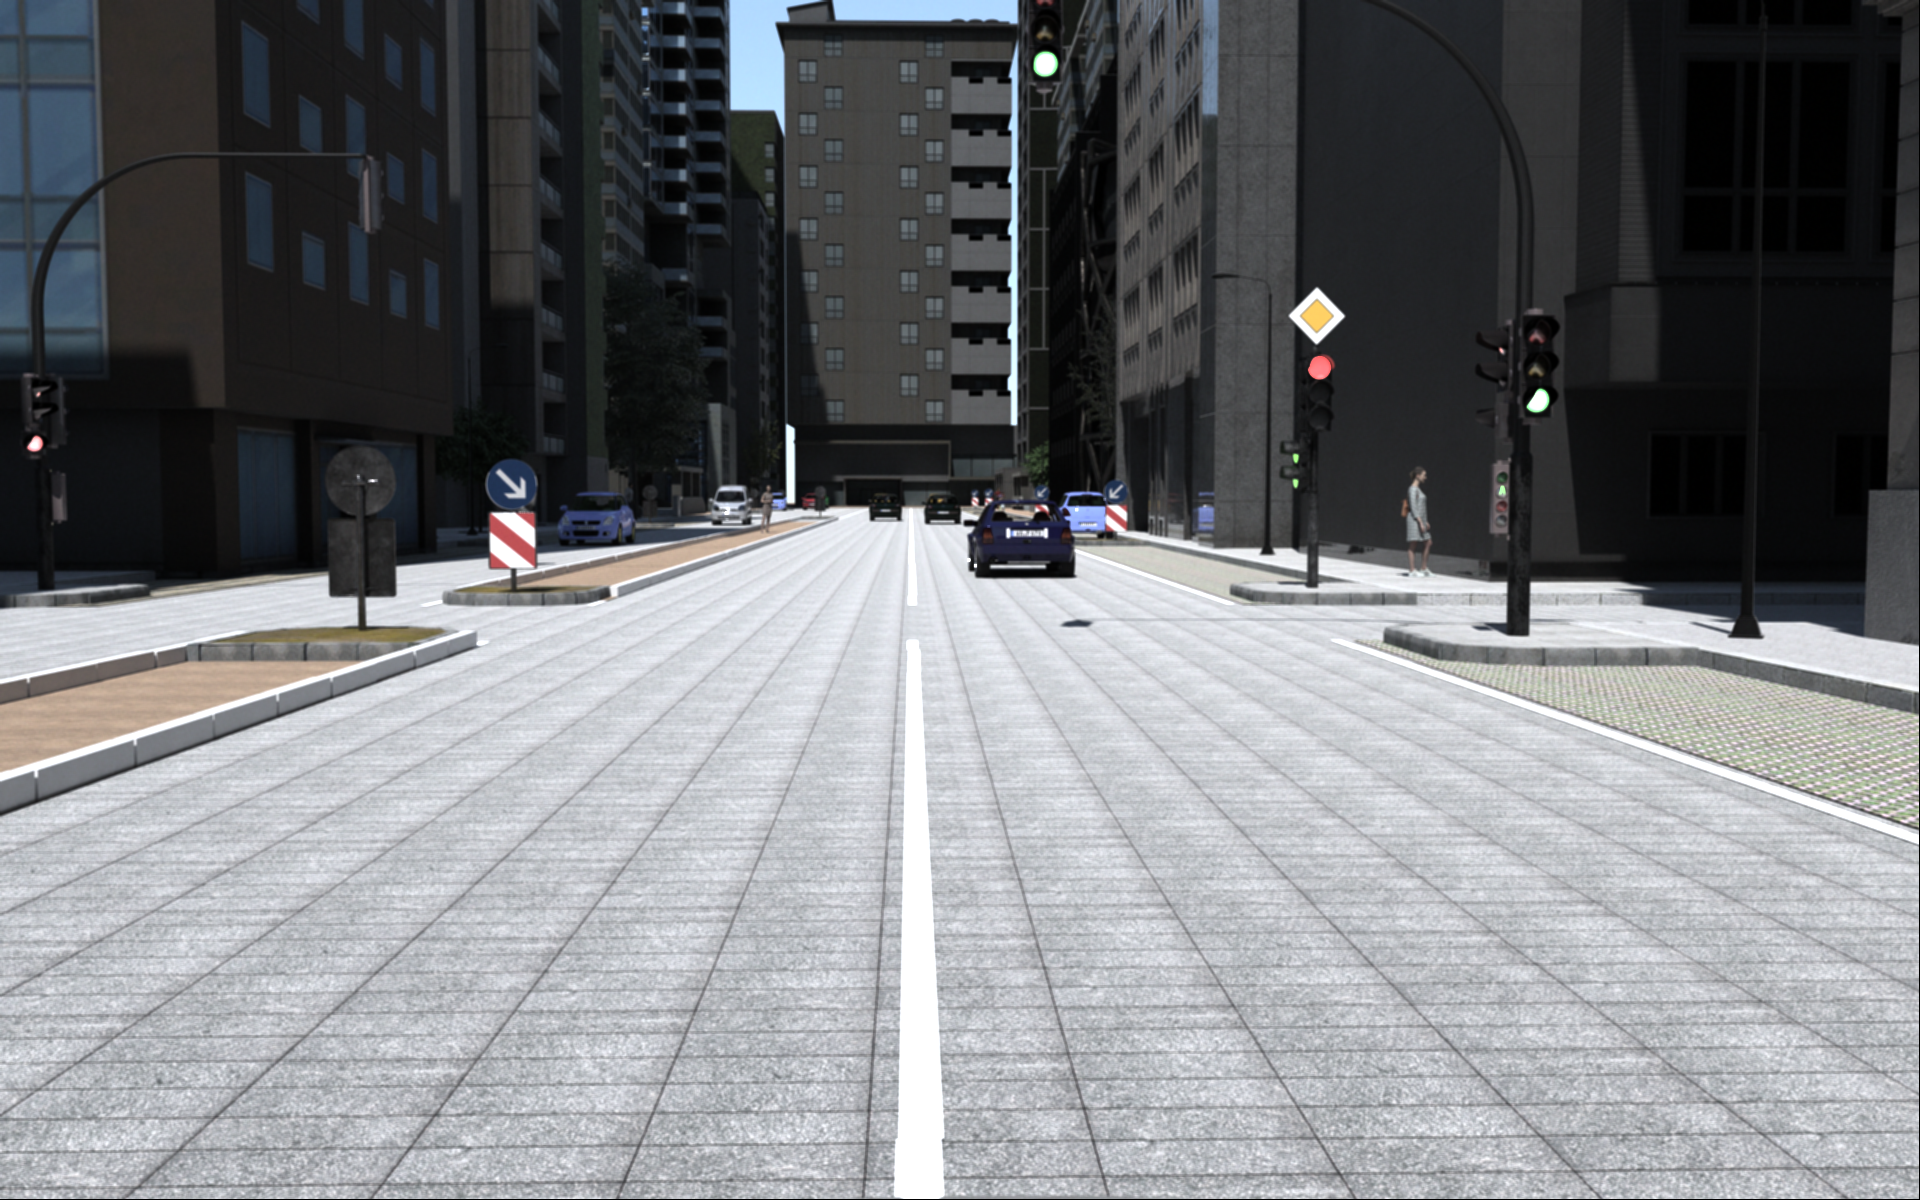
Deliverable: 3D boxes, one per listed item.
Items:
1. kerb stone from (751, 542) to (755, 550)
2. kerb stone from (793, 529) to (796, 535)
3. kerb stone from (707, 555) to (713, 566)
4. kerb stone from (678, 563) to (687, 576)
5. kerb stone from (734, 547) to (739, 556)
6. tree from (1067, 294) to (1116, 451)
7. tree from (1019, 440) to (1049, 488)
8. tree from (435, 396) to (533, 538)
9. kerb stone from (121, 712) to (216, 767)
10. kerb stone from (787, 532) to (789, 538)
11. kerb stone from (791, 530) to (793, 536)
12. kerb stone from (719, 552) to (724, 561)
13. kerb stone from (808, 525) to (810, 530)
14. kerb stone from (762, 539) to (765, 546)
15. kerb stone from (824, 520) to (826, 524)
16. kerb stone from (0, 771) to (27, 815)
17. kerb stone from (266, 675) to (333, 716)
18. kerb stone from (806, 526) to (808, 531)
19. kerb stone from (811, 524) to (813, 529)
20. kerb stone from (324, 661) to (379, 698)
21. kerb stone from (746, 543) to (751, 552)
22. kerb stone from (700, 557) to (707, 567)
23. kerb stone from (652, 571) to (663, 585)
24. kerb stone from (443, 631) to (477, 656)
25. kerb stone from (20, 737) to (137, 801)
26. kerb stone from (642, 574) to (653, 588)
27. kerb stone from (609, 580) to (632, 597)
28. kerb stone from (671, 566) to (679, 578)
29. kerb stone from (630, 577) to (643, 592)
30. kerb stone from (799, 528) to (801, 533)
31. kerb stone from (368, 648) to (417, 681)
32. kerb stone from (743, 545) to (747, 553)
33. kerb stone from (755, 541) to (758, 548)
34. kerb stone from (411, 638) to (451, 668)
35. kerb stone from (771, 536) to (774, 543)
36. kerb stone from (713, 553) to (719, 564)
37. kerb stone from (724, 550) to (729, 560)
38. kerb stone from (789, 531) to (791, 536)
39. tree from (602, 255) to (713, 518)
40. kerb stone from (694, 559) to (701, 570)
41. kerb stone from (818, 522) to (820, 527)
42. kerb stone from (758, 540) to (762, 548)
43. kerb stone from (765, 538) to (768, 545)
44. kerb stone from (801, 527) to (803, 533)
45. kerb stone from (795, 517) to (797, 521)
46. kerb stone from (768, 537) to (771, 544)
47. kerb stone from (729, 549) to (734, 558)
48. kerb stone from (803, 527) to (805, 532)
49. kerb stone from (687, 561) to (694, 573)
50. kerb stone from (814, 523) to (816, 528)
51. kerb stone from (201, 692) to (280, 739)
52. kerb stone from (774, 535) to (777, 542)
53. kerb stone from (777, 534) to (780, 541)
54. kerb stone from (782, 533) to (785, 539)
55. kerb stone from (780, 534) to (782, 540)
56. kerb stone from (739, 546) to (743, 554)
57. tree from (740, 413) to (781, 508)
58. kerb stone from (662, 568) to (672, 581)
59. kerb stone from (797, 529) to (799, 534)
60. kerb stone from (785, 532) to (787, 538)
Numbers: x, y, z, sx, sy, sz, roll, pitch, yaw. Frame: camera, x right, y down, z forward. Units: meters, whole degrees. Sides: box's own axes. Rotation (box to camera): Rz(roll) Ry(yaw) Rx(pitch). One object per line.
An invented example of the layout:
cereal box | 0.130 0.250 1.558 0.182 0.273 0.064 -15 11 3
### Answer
kerb stone | -5.373 -1.331 43.962 0.120 0.150 1.000 0 4 -2
kerb stone | -5.813 -2.268 59.345 0.120 0.150 1.000 0 4 -2
kerb stone | -5.115 -0.767 34.735 0.120 0.150 1.000 0 4 -2
kerb stone | -4.999 -0.516 30.638 0.120 0.150 1.000 0 4 -2
kerb stone | -5.265 -1.080 39.856 0.120 0.150 1.000 0 4 -2
tree | 5.935 -6.908 63.304 4.360 8.622 3.978 0 3 0
tree | 5.235 -7.301 103.092 4.285 4.588 4.351 0 3 0
tree | -15.957 -4.518 57.576 4.285 4.588 4.351 0 3 0
kerb stone | -4.394 0.772 9.585 0.120 0.150 1.000 0 4 -2
kerb stone | -5.723 -2.079 56.270 0.120 0.150 1.000 0 4 -2
kerb stone | -5.788 -2.207 58.323 0.120 0.150 1.000 0 4 -2
kerb stone | -5.171 -0.892 36.784 0.120 0.150 1.000 0 4 -2
kerb stone | -6.045 -2.773 67.548 0.120 0.150 1.000 0 4 -2
kerb stone | -5.464 -1.520 47.042 0.120 0.150 1.000 0 4 -2
kerb stone | -6.398 -3.525 79.836 0.120 0.150 1.000 0 4 -2
kerb stone | -4.341 0.896 7.540 0.120 0.150 1.000 0 4 -2
kerb stone | -4.457 0.646 11.640 0.120 0.150 1.000 0 4 -2
kerb stone | -6.014 -2.711 66.515 0.120 0.150 1.000 0 4 -2
kerb stone | -6.103 -2.900 69.603 0.120 0.150 1.000 0 4 -2
kerb stone | -4.480 0.587 12.662 0.120 0.150 1.000 0 4 -2
kerb stone | -5.342 -1.267 42.940 0.120 0.150 1.000 0 4 -2
kerb stone | -5.088 -0.704 33.713 0.120 0.150 1.000 0 4 -2
kerb stone | -4.908 -0.328 27.567 0.120 0.150 1.000 0 4 -2
kerb stone | -4.572 0.395 15.729 0.120 0.150 1.000 0 4 -2
kerb stone | -4.367 0.836 8.564 0.120 0.150 1.000 0 4 -2
kerb stone | -4.882 -0.266 26.543 0.120 0.150 1.000 0 4 -2
kerb stone | -4.819 -0.141 24.500 0.120 0.150 1.000 0 4 -2
kerb stone | -4.968 -0.453 29.611 0.120 0.150 1.000 0 4 -2
kerb stone | -4.848 -0.203 25.522 0.120 0.150 1.000 0 4 -2
kerb stone | -5.898 -2.459 62.420 0.120 0.150 1.000 0 4 -2
kerb stone | -4.518 0.523 13.683 0.120 0.150 1.000 0 4 -2
kerb stone | -5.315 -1.203 41.906 0.120 0.150 1.000 0 4 -2
kerb stone | -5.406 -1.394 44.992 0.120 0.150 1.000 0 4 -2
kerb stone | -4.538 0.458 14.704 0.120 0.150 1.000 0 4 -2
kerb stone | -5.547 -1.708 50.128 0.120 0.150 1.000 0 4 -2
kerb stone | -5.143 -0.829 35.762 0.120 0.150 1.000 0 4 -2
kerb stone | -5.211 -0.951 37.806 0.120 0.150 1.000 0 4 -2
kerb stone | -5.755 -2.147 57.292 0.120 0.150 1.000 0 4 -2
tree | -17.397 -11.352 92.253 9.857 13.997 8.962 0 3 0
kerb stone | -5.059 -0.640 32.682 0.120 0.150 1.000 0 4 -2
kerb stone | -6.250 -3.213 74.721 0.120 0.150 1.000 0 4 -2
kerb stone | -5.433 -1.457 46.020 0.120 0.150 1.000 0 4 -2
kerb stone | -5.496 -1.582 48.064 0.120 0.150 1.000 0 4 -2
kerb stone | -5.939 -2.520 63.442 0.120 0.150 1.000 0 4 -2
kerb stone | -8.815 -4.214 91.100 0.120 0.150 1.000 0 4 -2
kerb stone | -5.522 -1.645 49.091 0.120 0.150 1.000 0 4 -2
kerb stone | -5.226 -1.017 38.835 0.120 0.150 1.000 0 4 -2
kerb stone | -5.950 -2.582 64.464 0.120 0.150 1.000 0 4 -2
kerb stone | -5.023 -0.579 31.660 0.120 0.150 1.000 0 4 -2
kerb stone | -6.161 -3.025 71.651 0.120 0.150 1.000 0 4 -2
kerb stone | -4.427 0.709 10.607 0.120 0.150 1.000 0 4 -2
kerb stone | -5.579 -1.771 51.149 0.120 0.150 1.000 0 4 -2
kerb stone | -5.604 -1.833 52.171 0.120 0.150 1.000 0 4 -2
kerb stone | -5.670 -1.958 54.217 0.120 0.150 1.000 0 4 -2
kerb stone | -5.640 -1.896 53.194 0.120 0.150 1.000 0 4 -2
kerb stone | -5.288 -1.137 40.881 0.120 0.150 1.000 0 4 -2
tree | -18.251 -12.715 158.255 4.737 8.622 4.395 0 3 0
kerb stone | -4.934 -0.391 28.589 0.120 0.150 1.000 0 4 -2
kerb stone | -5.877 -2.397 61.394 0.120 0.150 1.000 0 4 -2
kerb stone | -5.704 -2.021 55.239 0.120 0.150 1.000 0 4 -2
